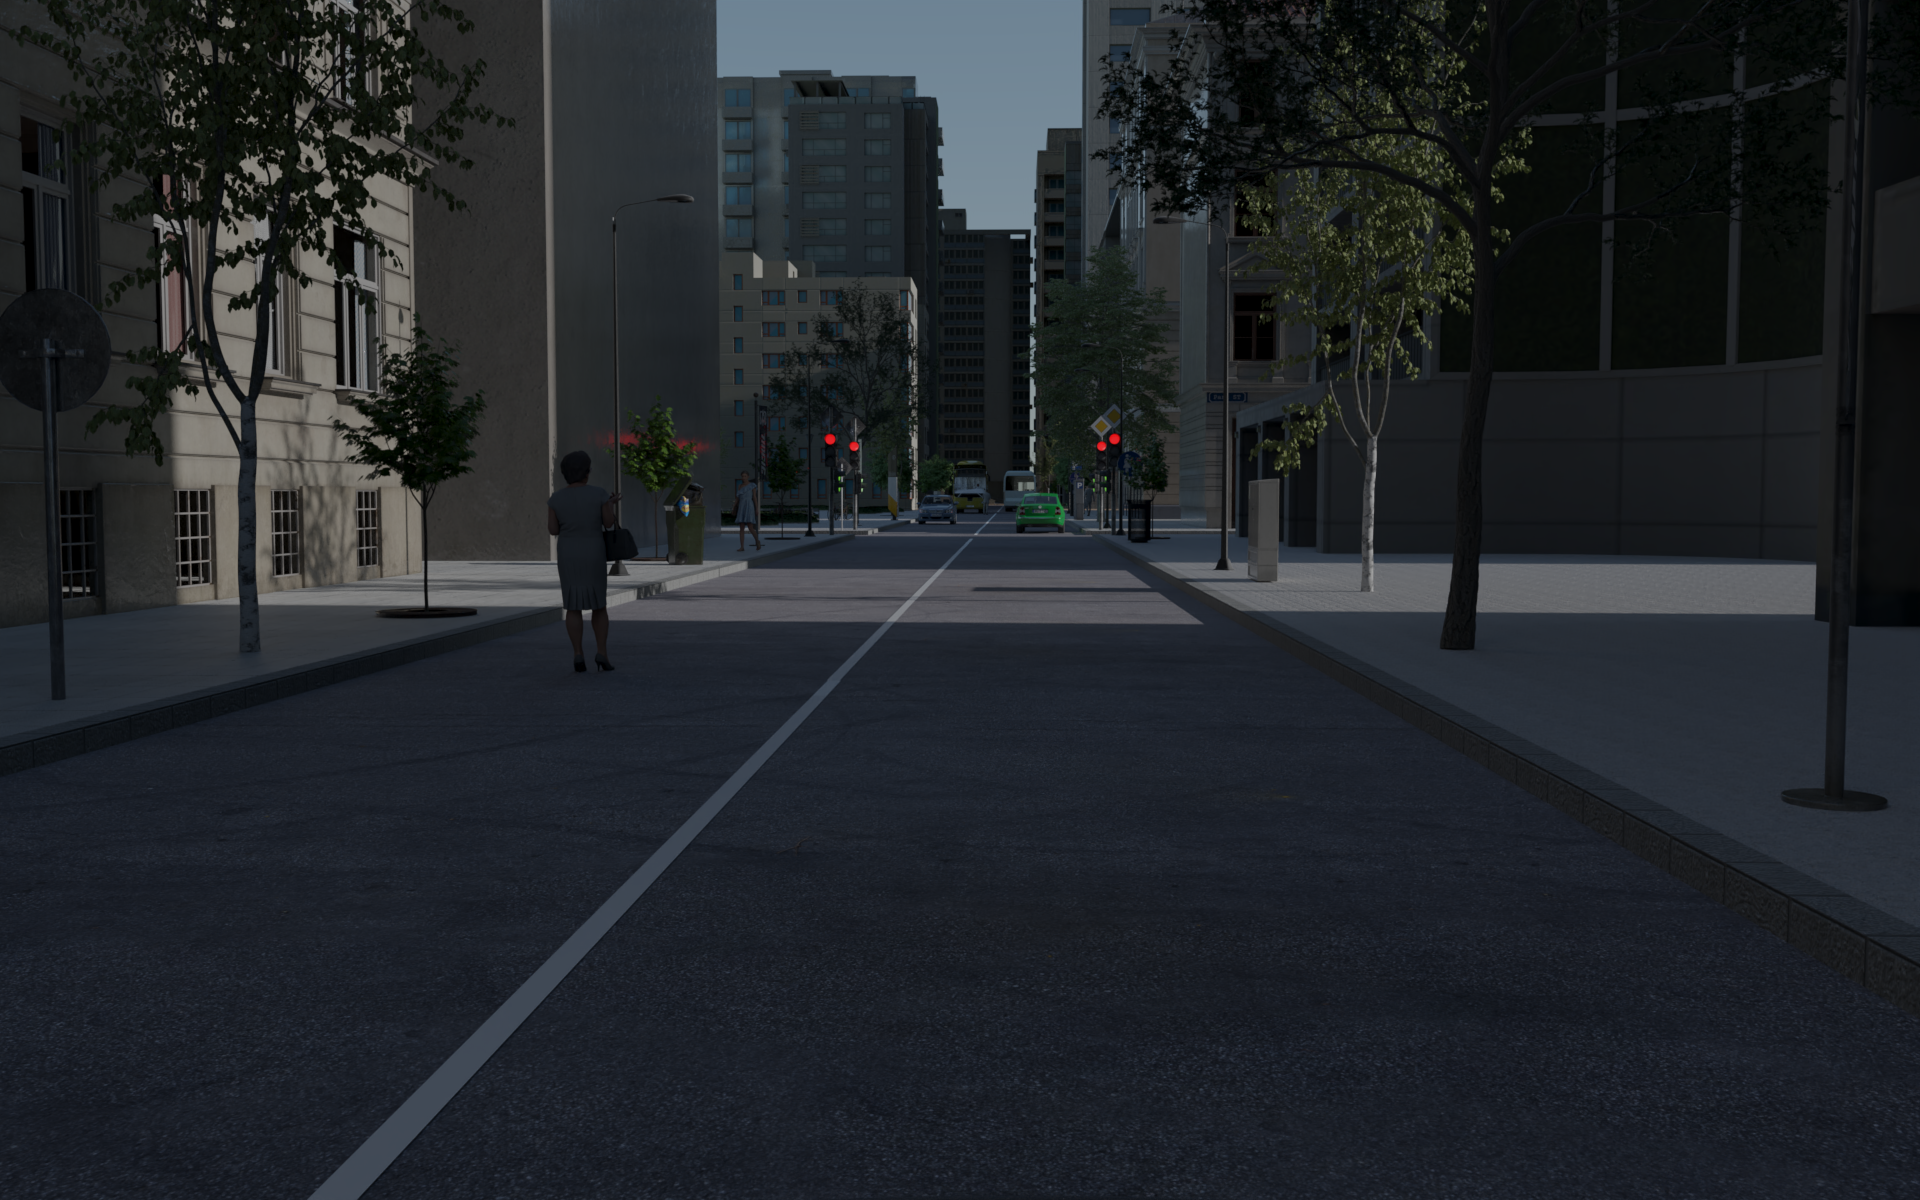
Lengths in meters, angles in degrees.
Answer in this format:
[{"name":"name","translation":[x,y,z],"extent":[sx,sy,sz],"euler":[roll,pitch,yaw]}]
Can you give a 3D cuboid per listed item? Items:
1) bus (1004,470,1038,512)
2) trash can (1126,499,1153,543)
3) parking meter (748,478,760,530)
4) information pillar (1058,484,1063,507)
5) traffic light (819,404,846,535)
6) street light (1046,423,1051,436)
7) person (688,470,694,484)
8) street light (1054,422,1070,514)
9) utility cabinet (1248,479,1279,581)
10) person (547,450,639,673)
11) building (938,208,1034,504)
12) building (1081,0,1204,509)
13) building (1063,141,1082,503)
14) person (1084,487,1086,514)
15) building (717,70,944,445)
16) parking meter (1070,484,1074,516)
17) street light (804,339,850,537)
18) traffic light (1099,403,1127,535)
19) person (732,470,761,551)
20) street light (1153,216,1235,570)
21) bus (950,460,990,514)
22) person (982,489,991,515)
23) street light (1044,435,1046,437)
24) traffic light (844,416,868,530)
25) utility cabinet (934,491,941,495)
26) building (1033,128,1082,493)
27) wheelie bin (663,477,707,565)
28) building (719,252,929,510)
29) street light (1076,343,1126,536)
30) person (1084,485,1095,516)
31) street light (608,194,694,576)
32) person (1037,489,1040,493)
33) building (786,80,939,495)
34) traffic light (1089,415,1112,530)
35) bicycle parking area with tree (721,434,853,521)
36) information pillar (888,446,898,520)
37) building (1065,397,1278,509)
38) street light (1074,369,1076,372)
[{"name":"bus","translation":[5.020,-9.145,144.386],"extent":[2.948,3.499,13.247],"euler":[0,4,2]},{"name":"trash can","translation":[4.721,-2.076,45.597],"extent":[0.748,1.137,0.748],"euler":[0,3,0]},{"name":"parking meter","translation":[-7.345,-3.425,61.711],"extent":[0.399,1.863,0.255],"euler":[1,4,14]},{"name":"information pillar","translation":[7.518,-7.657,129.691],"extent":[0.304,2.012,0.304],"euler":[-2,4,-24]},{"name":"traffic light","translation":[-3.997,-3.983,54.046],"extent":[0.839,4.253,0.868],"euler":[0,4,2]},{"name":"street light","translation":[6.522,-8.544,112.238],"extent":[1.470,5.913,1.316],"euler":[0,4,2]},{"name":"person","translation":[-6.423,-2.138,40.879],"extent":[0.514,1.842,0.818],"euler":[-3,5,-43]},{"name":"street light","translation":[5.636,-7.075,88.214],"extent":[1.470,5.913,1.316],"euler":[0,4,2]},{"name":"utility cabinet","translation":[4.472,-1.037,25.633],"extent":[0.318,1.500,1.173],"euler":[0,4,3]},{"name":"person","translation":[-2.962,-0.317,14.038],"extent":[0.716,1.782,0.532],"euler":[0,4,-4]},{"name":"building","translation":[-1.929,-33.431,238.478],"extent":[23.993,40.220,32.217],"euler":[0,4,2]},{"name":"building","translation":[21.791,-37.837,160.636],"extent":[21.231,58.520,28.212],"euler":[0,4,2]},{"name":"building","translation":[19.168,-31.782,203.235],"extent":[14.154,41.232,14.086],"euler":[0,4,2]},{"name":"person","translation":[7.612,-6.205,108.065],"extent":[0.524,1.755,0.480],"euler":[2,4,33]},{"name":"building","translation":[-17.215,-35.430,198.885],"extent":[30.456,49.044,23.786],"euler":[0,4,2]},{"name":"parking meter","translation":[6.573,-5.781,100.234],"extent":[0.399,1.863,0.255],"euler":[-1,4,-14]},{"name":"street light","translation":[-3.988,-4.862,52.035],"extent":[1.470,5.913,1.316],"euler":[0,4,2]},{"name":"traffic light","translation":[4.760,-3.967,53.785],"extent":[0.839,4.253,0.868],"euler":[0,4,2]},{"name":"person","translation":[-4.799,-1.997,38.794],"extent":[0.616,1.811,0.778],"euler":[2,4,29]},{"name":"street light","translation":[3.923,-3.460,29.116],"extent":[1.470,5.913,1.316],"euler":[0,4,2]},{"name":"bus","translation":[0.814,-8.491,130.374],"extent":[2.896,3.916,12.252],"euler":[0,4,1]},{"name":"person","translation":[1.844,-6.822,120.231],"extent":[0.606,1.804,0.583],"euler":[0,4,3]},{"name":"street light","translation":[7.317,-10.017,136.323],"extent":[1.470,5.913,1.316],"euler":[0,4,2]},{"name":"traffic light","translation":[-3.744,-4.471,62.027],"extent":[0.839,4.253,0.868],"euler":[0,4,2]},{"name":"utility cabinet","translation":[-1.742,-7.668,134.046],"extent":[0.318,1.500,1.173],"euler":[-1,4,-14]},{"name":"building","translation":[20.687,-37.215,232.172],"extent":[21.600,48.544,21.300],"euler":[0,4,2]},{"name":"wheelie bin","translation":[-4.988,-1.443,31.503],"extent":[0.693,1.594,0.980],"euler":[-2,4,-26]},{"name":"building","translation":[-17.261,-18.835,152.993],"extent":[27.650,21.520,28.899],"euler":[0,4,2]},{"name":"street light","translation":[4.437,-4.950,53.476],"extent":[1.470,5.913,1.316],"euler":[0,4,2]},{"name":"person","translation":[7.480,-5.791,100.848],"extent":[0.709,1.813,0.853],"euler":[-1,4,-19]},{"name":"street light","translation":[-4.828,-3.332,27.023],"extent":[1.470,5.913,1.316],"euler":[0,4,2]},{"name":"person","translation":[6.117,-7.617,133.211],"extent":[0.590,1.801,0.661],"euler":[1,4,11]},{"name":"building","translation":[-9.447,-29.970,173.608],"extent":[14.154,41.232,14.086],"euler":[0,4,2]},{"name":"traffic light","translation":[5.013,-4.455,61.766],"extent":[0.839,4.253,0.868],"euler":[0,4,2]},{"name":"bicycle parking area with tree","translation":[-9.622,-5.894,83.369],"extent":[8.231,4.147,9.016],"euler":[2,4,27]},{"name":"information pillar","translation":[-3.271,-5.697,84.502],"extent":[0.504,3.616,0.183],"euler":[2,4,31]},{"name":"building","translation":[21.893,-45.653,184.672],"extent":[20.563,71.187,20.611],"euler":[0,4,2]},{"name":"street light","translation":[4.930,-5.605,64.185],"extent":[1.470,5.913,1.316],"euler":[0,4,2]}]
